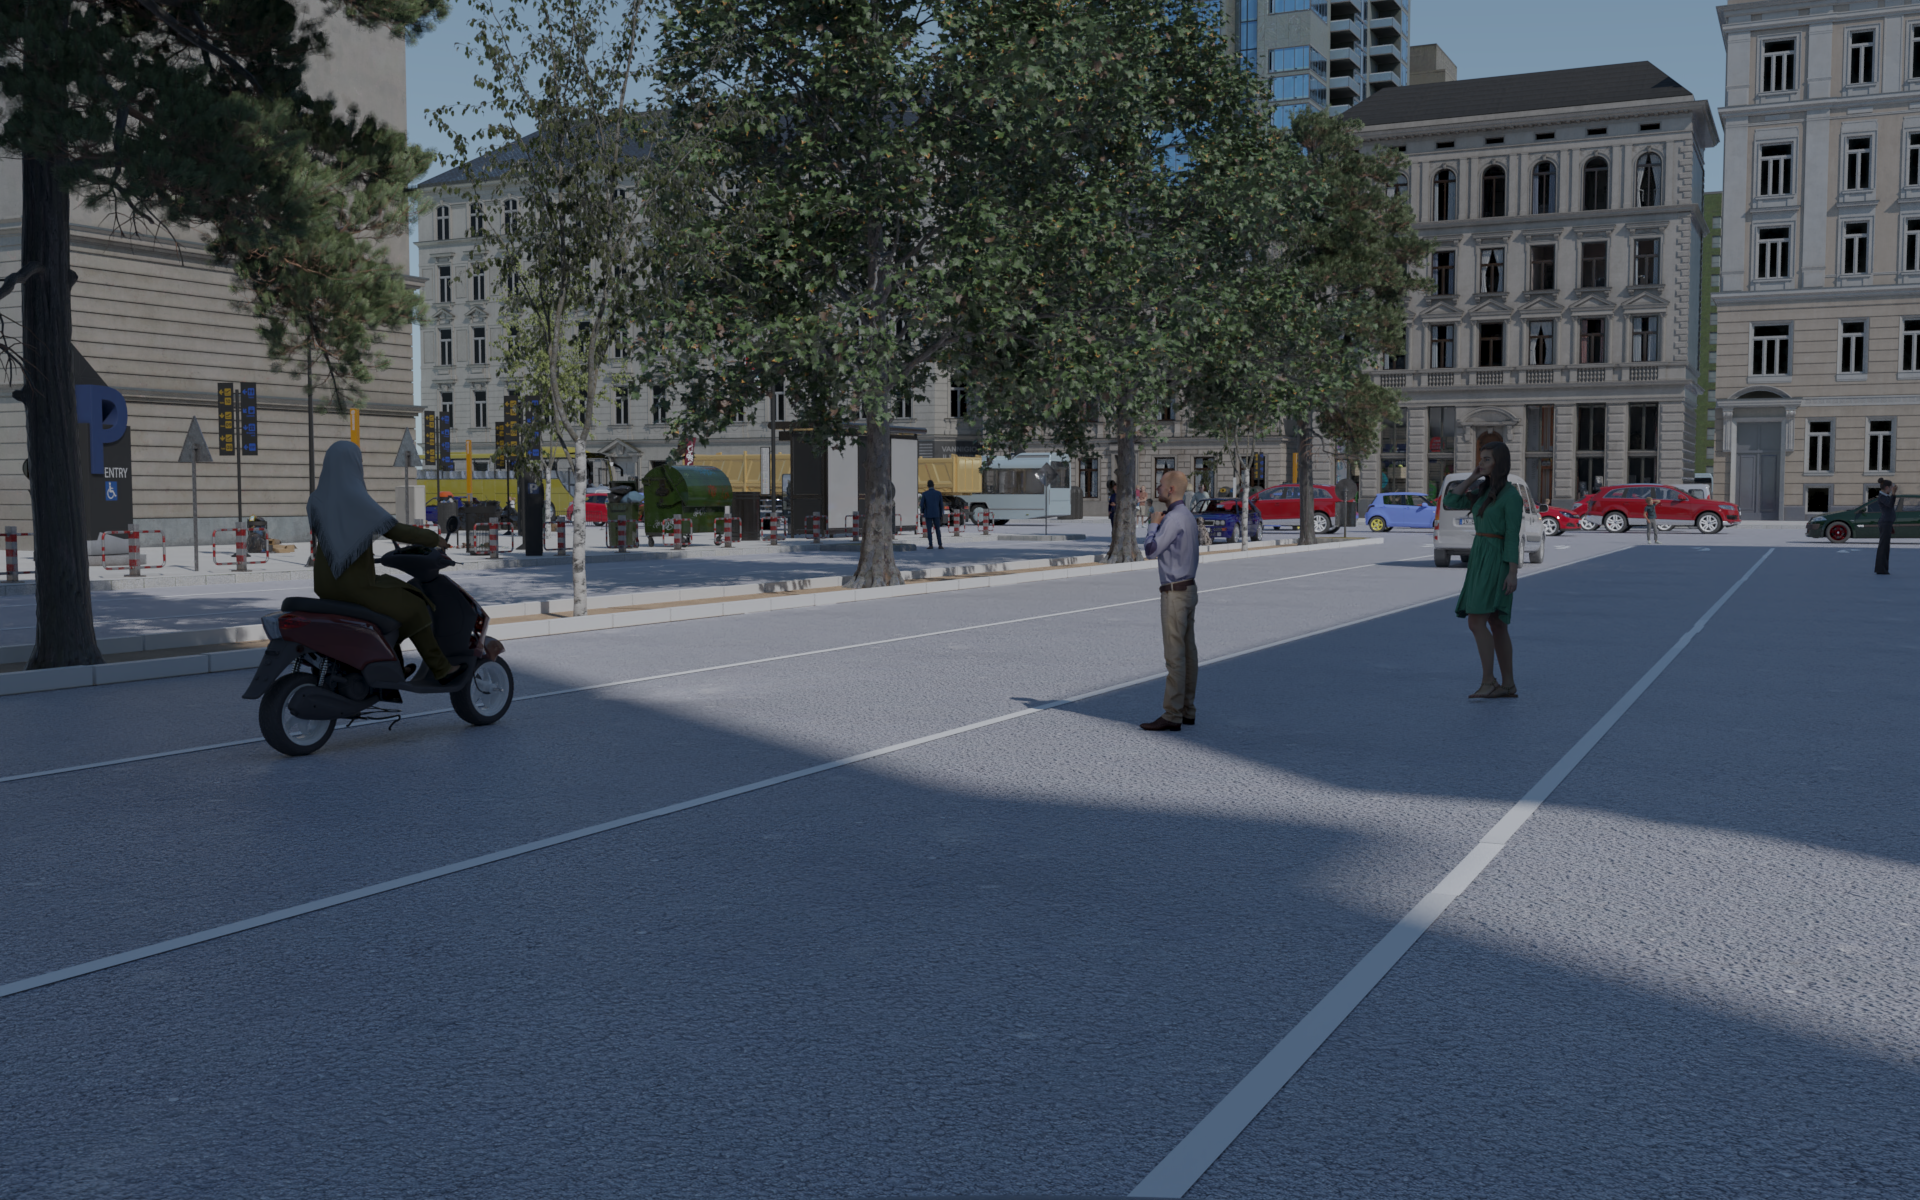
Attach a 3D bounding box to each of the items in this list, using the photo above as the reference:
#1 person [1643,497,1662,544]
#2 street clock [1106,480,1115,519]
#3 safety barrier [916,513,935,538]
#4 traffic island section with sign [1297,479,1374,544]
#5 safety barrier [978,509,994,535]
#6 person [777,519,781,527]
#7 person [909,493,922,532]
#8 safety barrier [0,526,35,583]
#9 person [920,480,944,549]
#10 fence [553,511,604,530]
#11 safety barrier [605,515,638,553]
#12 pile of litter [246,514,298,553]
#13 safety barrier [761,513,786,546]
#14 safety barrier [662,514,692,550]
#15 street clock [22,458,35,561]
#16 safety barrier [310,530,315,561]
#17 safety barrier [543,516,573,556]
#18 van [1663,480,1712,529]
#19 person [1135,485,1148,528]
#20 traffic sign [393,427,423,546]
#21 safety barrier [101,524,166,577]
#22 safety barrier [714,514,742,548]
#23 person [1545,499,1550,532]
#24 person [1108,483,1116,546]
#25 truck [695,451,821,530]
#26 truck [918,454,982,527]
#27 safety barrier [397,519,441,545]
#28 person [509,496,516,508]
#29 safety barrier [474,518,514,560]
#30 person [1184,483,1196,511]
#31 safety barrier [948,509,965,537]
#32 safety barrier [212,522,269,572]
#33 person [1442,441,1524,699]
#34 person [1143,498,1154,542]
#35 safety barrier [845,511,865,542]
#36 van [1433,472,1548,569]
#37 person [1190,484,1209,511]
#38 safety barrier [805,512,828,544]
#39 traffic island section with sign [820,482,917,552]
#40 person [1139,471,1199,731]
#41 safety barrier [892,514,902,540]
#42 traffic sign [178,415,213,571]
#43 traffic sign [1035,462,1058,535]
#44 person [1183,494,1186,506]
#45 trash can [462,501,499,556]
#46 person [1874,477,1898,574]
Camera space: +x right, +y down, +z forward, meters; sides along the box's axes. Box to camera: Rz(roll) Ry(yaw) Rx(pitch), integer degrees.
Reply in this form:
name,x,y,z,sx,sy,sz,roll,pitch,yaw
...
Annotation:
name,x,y,z,sx,sy,sz,roll,pitch,yaw
person,19.991,-2.297,49.971,0.435,1.345,0.340,-1,4,-19
street clock,7.742,-5.155,88.850,0.471,2.002,0.358,-3,5,-40
safety barrier,-1.005,-2.207,50.363,0.300,0.817,1.120,2,4,26
traffic island section with sign,11.088,-2.591,50.505,2.006,1.907,1.989,2,4,26
safety barrier,0.805,-2.429,53.990,0.300,0.817,1.120,2,4,26
person,-7.958,-4.067,74.798,0.447,1.846,0.655,0,4,6
person,-1.594,-3.109,60.059,0.841,1.734,0.376,1,4,12
safety barrier,-13.678,-0.655,24.980,0.300,0.817,1.120,2,4,26
person,-0.700,-2.219,44.970,0.721,1.800,0.419,-1,4,-20
fence,-13.722,-2.838,61.777,2.069,0.683,0.278,1,4,8
safety barrier,-7.347,-1.431,37.666,0.300,0.817,1.120,2,4,26
pile of litter,-15.229,-1.481,38.174,1.176,0.858,1.719,-1,4,-11
safety barrier,-4.632,-1.763,43.104,0.300,0.817,1.120,2,4,26
safety barrier,-6.438,-1.542,39.482,0.300,0.817,1.120,2,4,26
street clock,-17.599,-1.744,33.091,0.471,2.002,0.358,0,4,-5
safety barrier,-10.968,-0.987,30.417,0.300,0.817,1.120,2,4,26
safety barrier,-8.250,-1.320,35.851,0.300,0.817,1.120,2,4,26
van,29.027,-3.963,71.814,4.112,2.044,2.013,2,4,27
person,7.661,-3.999,73.859,0.580,1.828,0.573,-2,4,-35
traffic sign,-10.733,-2.056,33.613,0.884,2.594,0.081,2,4,35
safety barrier,-12.773,-0.765,26.790,0.300,0.817,1.120,2,4,26
safety barrier,-5.532,-1.652,41.292,0.300,0.817,1.120,2,4,26
person,22.342,-3.237,66.107,0.332,1.250,0.352,-3,5,-43
person,4.251,-2.326,47.234,0.576,1.737,0.504,2,4,26
truck,-6.241,-4.404,67.936,9.791,3.379,3.469,2,4,28
truck,-3.893,-4.986,77.448,9.791,3.379,3.469,2,4,28
safety barrier,-10.064,-1.098,32.229,0.300,0.817,1.120,2,4,26
person,-20.830,-4.167,80.540,0.435,1.345,0.340,0,4,-3
safety barrier,-9.157,-1.209,34.039,0.300,0.817,1.120,2,4,26
person,7.761,-3.093,59.257,0.709,1.800,0.728,3,4,37
safety barrier,-0.098,-2.318,52.172,0.300,0.817,1.120,2,4,26
safety barrier,-11.871,-0.876,28.602,0.300,0.817,1.120,2,4,26
person,3.717,-0.201,12.030,0.529,1.795,0.600,-2,4,-27
person,5.758,-2.396,51.925,0.590,1.304,0.306,-1,4,-14
safety barrier,-2.812,-1.985,46.736,0.300,0.817,1.120,2,4,26
van,10.710,-1.705,34.884,2.013,2.044,4.112,2,4,27
person,7.717,-2.873,55.964,0.782,1.767,0.515,-1,4,-9
safety barrier,-3.719,-1.875,44.927,0.300,0.817,1.120,2,4,26
traffic island section with sign,-2.193,-2.156,43.883,1.989,1.847,2.006,2,4,26
person,1.293,-0.003,10.616,0.319,1.574,0.516,2,4,30
safety barrier,-1.912,-2.096,48.549,0.300,0.817,1.120,2,4,26
traffic sign,-12.675,-1.754,28.684,0.884,2.594,0.081,2,4,30
traffic sign,2.707,-3.101,54.347,0.795,2.450,0.064,2,4,26
person,6.509,-2.580,51.252,0.480,1.755,0.524,-1,4,-20
trash can,-9.997,-1.496,36.120,0.748,1.137,0.748,0,3,0
person,16.522,-1.311,30.735,0.445,1.727,0.742,0,4,-3
